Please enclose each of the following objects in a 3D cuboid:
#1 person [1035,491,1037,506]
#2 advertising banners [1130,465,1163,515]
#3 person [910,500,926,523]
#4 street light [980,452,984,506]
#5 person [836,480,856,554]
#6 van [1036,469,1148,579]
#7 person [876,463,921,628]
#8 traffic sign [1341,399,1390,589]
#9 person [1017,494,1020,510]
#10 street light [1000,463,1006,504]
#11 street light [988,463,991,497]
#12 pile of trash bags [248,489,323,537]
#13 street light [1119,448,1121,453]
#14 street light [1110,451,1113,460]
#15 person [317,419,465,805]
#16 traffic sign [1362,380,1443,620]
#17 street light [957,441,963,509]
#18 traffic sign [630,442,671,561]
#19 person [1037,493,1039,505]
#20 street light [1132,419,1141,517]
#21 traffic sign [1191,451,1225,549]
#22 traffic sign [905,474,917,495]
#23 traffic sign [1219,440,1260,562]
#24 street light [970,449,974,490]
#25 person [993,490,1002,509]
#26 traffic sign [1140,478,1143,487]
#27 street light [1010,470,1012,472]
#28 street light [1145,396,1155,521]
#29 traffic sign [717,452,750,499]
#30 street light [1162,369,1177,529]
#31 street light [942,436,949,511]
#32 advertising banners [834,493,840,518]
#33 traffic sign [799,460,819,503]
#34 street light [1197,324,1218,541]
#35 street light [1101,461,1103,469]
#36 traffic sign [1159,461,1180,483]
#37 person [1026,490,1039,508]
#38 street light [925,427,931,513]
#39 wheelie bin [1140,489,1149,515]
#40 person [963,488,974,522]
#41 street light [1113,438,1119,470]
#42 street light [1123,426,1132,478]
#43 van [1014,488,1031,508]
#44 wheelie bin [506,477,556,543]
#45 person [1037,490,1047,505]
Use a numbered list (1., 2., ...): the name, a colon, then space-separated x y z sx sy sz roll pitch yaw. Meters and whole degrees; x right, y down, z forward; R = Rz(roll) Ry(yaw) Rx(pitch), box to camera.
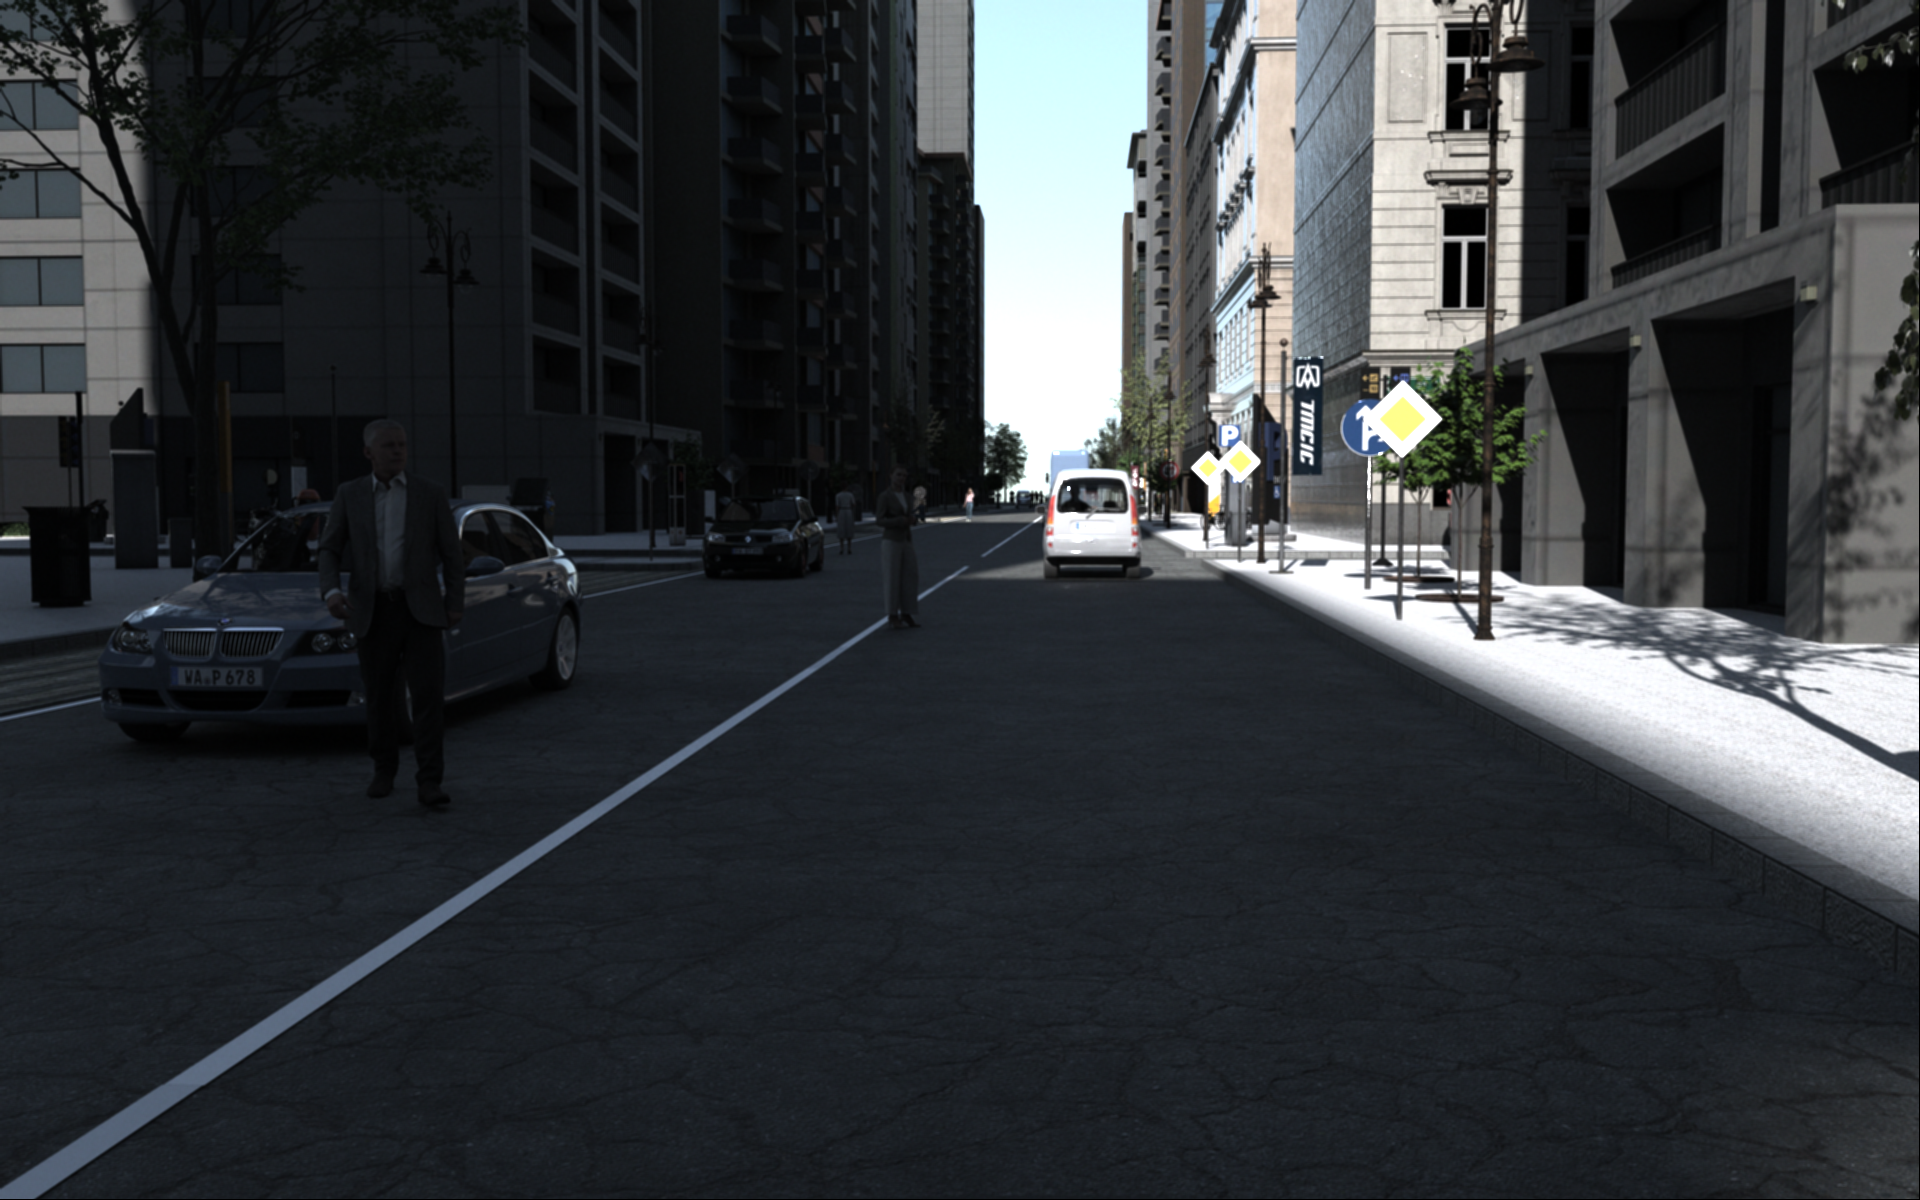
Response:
1. person: 9.284 -12.408 211.001 0.705 1.869 1.348 0 4 8
2. advertising banners: 11.389 -6.673 105.293 2.074 3.025 0.090 1 4 10
3. person: -2.053 -4.393 85.820 1.012 1.151 0.738 -2 4 -26
4. street light: 2.350 -12.989 185.155 0.468 5.910 1.993 0 4 4
5. person: -2.732 -1.972 41.313 0.480 1.755 0.524 -1 4 -10
6. van: 2.332 -1.446 30.655 2.013 2.044 4.112 0 4 4
7. person: -0.642 -0.579 18.523 0.362 1.759 0.519 3 5 43
8. traffic sign: 5.499 -1.418 23.285 0.768 2.556 0.104 1 4 8
9. person: 5.378 -8.926 157.663 0.599 1.433 0.991 0 4 -5
10. street light: 5.566 -16.006 234.479 0.468 5.910 1.993 0 4 4
11. street light: 3.320 -13.959 201.015 0.468 5.910 1.993 0 4 4
12. pile of trash bags: -11.423 -1.258 30.326 1.912 1.369 3.447 -1 4 -21
13. street light: 11.894 -9.262 124.224 0.468 5.910 1.993 0 4 4
14. street light: 14.077 -11.330 158.029 0.468 5.910 1.993 0 4 4
15. person: -2.612 0.053 8.034 0.661 1.777 0.834 -2 4 -26
16. traffic sign: 4.474 -1.002 17.571 0.795 2.450 0.064 1 4 9
17. street light: 0.034 -10.939 151.640 0.468 5.910 1.993 0 4 4
18. traffic sign: -5.929 -1.809 33.212 0.795 2.450 0.064 0 4 4
19. person: 10.081 -13.281 226.090 0.683 1.767 0.568 2 4 26
20. street light: 10.156 -7.666 98.124 0.468 5.910 1.993 0 4 4
21. traffic sign: 5.774 -2.249 40.411 0.795 2.450 0.064 0 4 4
22. traffic sign: -3.028 -6.537 106.988 0.768 2.556 0.104 1 4 11
23. traffic sign: 5.239 -1.762 32.444 0.795 2.450 0.064 0 4 4
24. street light: 1.237 -11.970 168.502 0.468 5.910 1.993 0 4 4
25. person: 3.618 -9.628 166.001 0.705 1.814 1.350 3 5 41
26. traffic sign: 11.301 -6.580 109.705 0.606 2.300 0.079 1 4 13
27. street light: 7.869 -18.042 267.779 0.468 5.910 1.993 0 4 4
28. street light: 8.945 -6.643 81.406 0.468 5.910 1.993 0 4 4
29. traffic sign: -5.393 -2.296 41.180 0.795 2.450 0.064 0 4 4
30. street light: 7.757 -5.595 64.259 0.468 5.910 1.993 0 4 4
31. street light: -1.110 -9.914 134.876 0.468 5.910 1.993 0 4 4
32. advertising banners: -6.518 -6.017 94.572 0.090 3.025 2.074 1 4 13
33. traffic sign: -5.706 -4.004 65.576 0.768 2.556 0.104 0 4 5
34. street light: 6.730 -4.555 47.265 0.468 5.910 1.993 0 4 4
35. street light: 20.919 -17.423 257.658 0.468 5.910 1.993 0 4 4
36. traffic sign: 7.962 -4.021 65.855 0.768 2.556 0.104 1 4 11
37. person: 7.278 -10.137 174.205 1.348 1.831 0.705 0 4 3
38. street light: -2.279 -8.891 118.161 0.468 5.910 1.993 0 4 4
39. wheelie bin: 11.107 -5.907 104.485 0.693 1.594 0.980 0 4 3
40. person: 0.480 -4.955 90.111 0.593 1.750 0.643 1 4 16
41. street light: 12.905 -10.281 140.883 0.468 5.910 1.993 0 4 4
42. street light: 11.282 -8.696 114.969 0.468 5.910 1.993 0 4 4
43. van: 6.541 -10.488 178.489 2.013 2.044 4.112 0 4 2
44. wheelie bin: -7.863 -1.463 31.824 0.980 1.594 0.693 0 4 7
45. person: 6.811 -8.227 143.797 0.721 1.735 1.217 -3 5 -40
